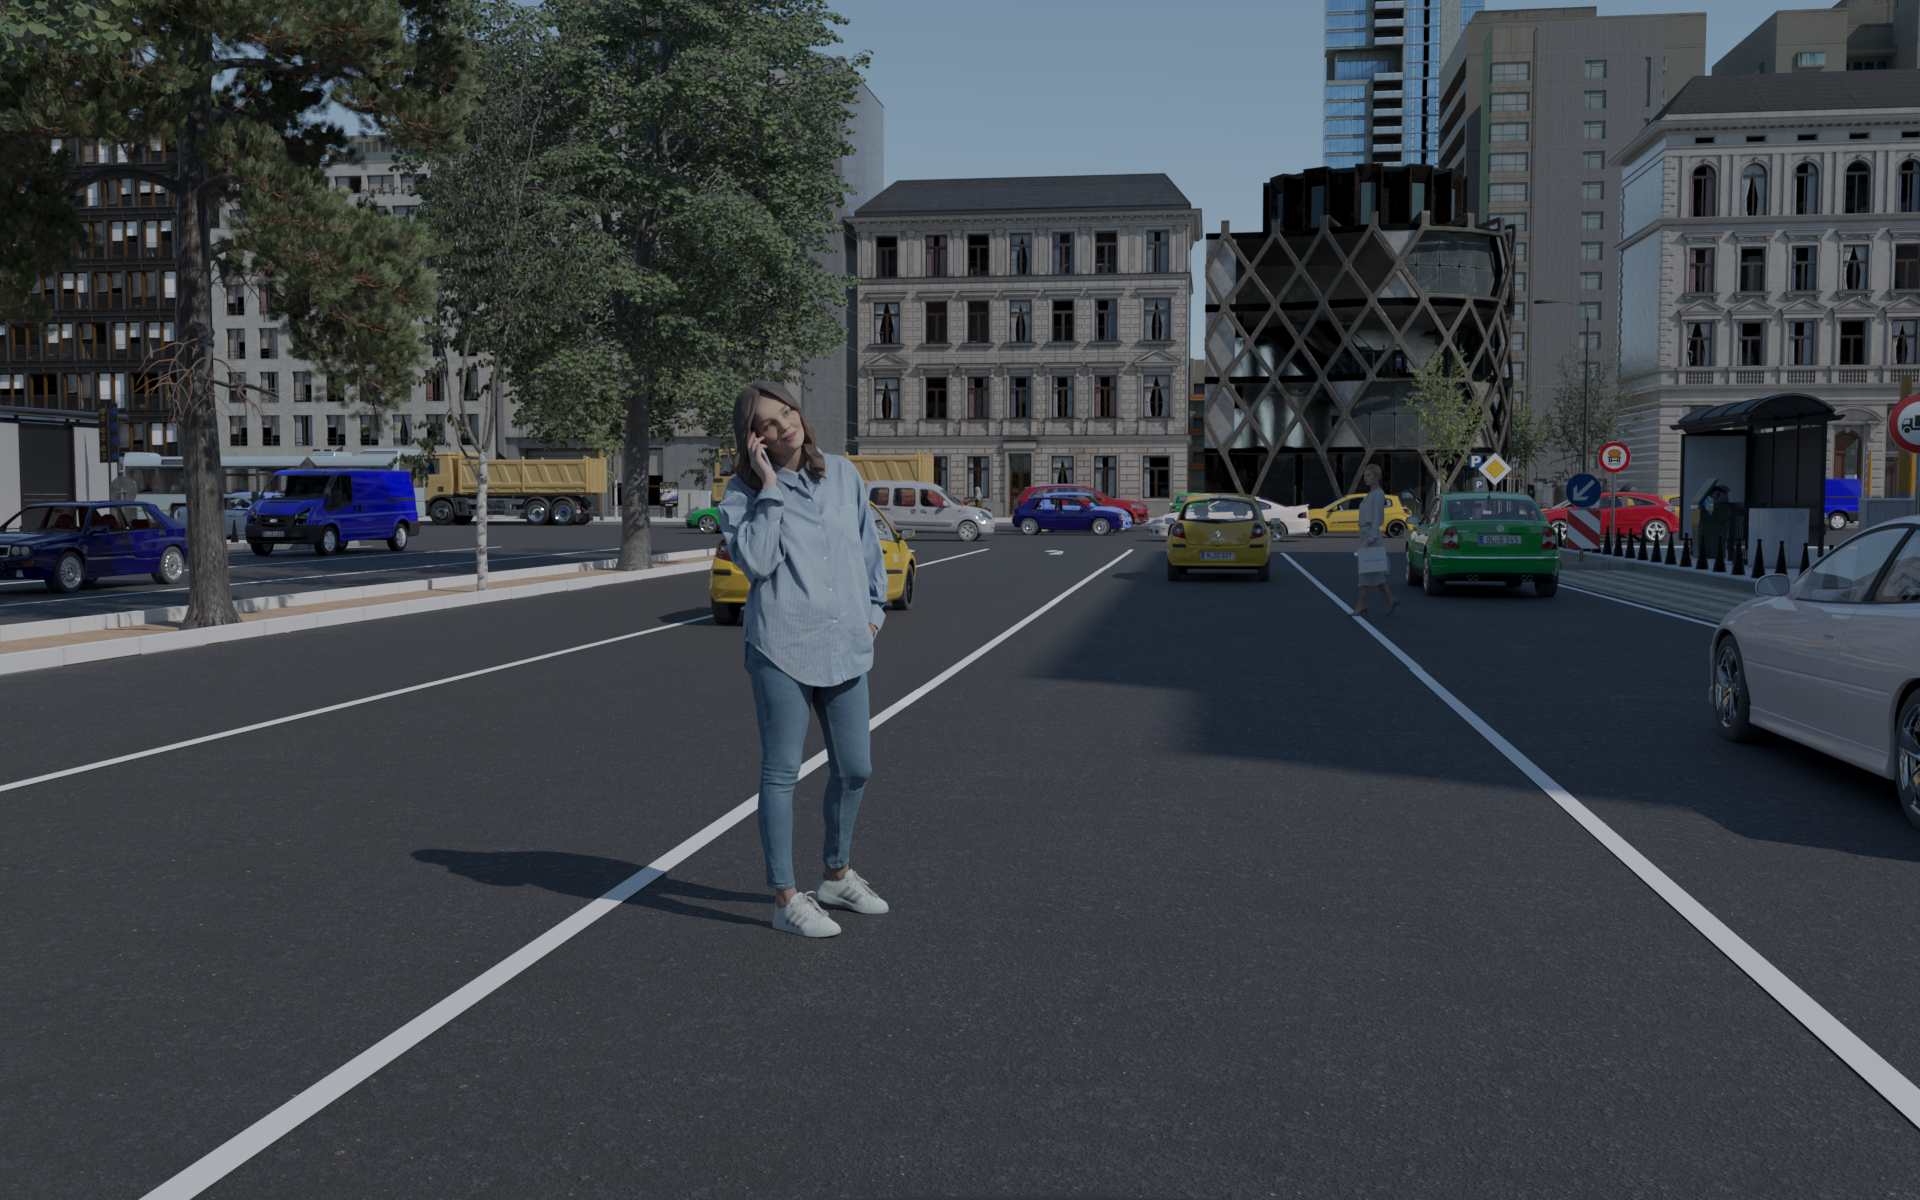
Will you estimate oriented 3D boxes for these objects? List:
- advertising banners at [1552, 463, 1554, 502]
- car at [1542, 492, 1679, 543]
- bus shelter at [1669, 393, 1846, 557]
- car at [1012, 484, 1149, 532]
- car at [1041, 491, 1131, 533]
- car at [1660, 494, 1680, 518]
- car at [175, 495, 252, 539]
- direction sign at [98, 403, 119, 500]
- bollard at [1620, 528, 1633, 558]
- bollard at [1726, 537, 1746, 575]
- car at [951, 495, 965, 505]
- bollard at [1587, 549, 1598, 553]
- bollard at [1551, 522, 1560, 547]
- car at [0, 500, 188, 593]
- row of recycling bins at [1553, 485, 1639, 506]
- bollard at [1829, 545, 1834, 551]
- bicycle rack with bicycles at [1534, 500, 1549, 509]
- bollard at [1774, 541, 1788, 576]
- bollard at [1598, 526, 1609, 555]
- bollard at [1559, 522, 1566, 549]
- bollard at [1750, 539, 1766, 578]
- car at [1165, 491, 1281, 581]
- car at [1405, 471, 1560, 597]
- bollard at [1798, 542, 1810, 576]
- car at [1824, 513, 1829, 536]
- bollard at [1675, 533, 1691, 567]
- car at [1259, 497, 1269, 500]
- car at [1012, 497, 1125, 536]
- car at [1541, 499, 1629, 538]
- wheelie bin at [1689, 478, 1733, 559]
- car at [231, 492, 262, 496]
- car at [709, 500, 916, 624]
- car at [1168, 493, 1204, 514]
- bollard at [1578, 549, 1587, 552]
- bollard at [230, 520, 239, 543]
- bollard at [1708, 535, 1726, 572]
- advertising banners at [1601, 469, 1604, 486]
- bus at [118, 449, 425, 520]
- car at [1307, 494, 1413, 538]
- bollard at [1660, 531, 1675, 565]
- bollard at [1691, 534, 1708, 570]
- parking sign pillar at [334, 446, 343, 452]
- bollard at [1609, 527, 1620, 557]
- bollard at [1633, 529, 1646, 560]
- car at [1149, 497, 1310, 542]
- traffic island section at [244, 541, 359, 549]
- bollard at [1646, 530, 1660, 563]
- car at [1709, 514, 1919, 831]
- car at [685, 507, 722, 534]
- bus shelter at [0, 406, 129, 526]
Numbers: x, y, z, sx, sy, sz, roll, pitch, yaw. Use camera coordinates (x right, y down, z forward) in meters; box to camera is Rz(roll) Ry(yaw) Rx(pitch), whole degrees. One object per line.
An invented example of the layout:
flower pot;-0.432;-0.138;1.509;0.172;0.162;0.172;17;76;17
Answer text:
advertising banners;33.904;-6.259;98.523;0.090;3.025;2.074;2;4;33
car;19.250;-2.638;52.176;4.494;1.783;2.155;1;4;9
bus shelter;17.075;-2.664;37.476;2.014;3.302;5.546;1;4;9
car;4.664;-3.572;67.081;5.304;1.827;2.281;0;4;7
car;4.497;-3.337;64.154;3.694;1.707;1.945;1;4;9
car;27.728;-3.346;64.934;3.980;1.641;2.015;1;4;9
car;-22.142;-2.572;54.061;4.499;1.417;2.014;1;4;9
direction sign;-21.266;-3.139;43.325;0.876;3.537;0.379;2;4;35
bollard;13.386;-1.134;34.582;0.229;0.601;0.229;0;3;0
bollard;12.341;-0.698;27.447;0.229;0.601;0.229;0;3;0
car;-1.931;-3.411;64.818;4.494;1.783;2.155;1;4;9
bollard;13.841;-1.321;37.647;0.229;0.601;0.229;0;3;0
bollard;14.438;-1.571;41.723;0.229;0.601;0.229;0;3;0
car;-13.526;-0.842;26.355;1.945;1.354;3.894;1;4;9
row of recycling bins;27.808;-4.196;75.718;3.534;1.692;1.069;1;4;19
bollard;11.736;-0.446;23.338;0.229;0.601;0.229;0;3;0
bicycle rack with bicycles;41.292;-6.941;126.864;2.925;0.926;2.852;3;5;44
bollard;12.038;-0.571;25.383;0.229;0.601;0.229;0;3;0
bollard;13.694;-1.259;36.630;0.229;0.601;0.229;0;3;0
bollard;14.289;-1.508;40.701;0.229;0.601;0.229;0;3;0
bollard;12.185;-0.634;26.411;0.229;0.601;0.229;0;3;0
car;4.516;-1.205;29.926;2.015;1.641;3.980;1;4;10
car;7.670;-1.032;25.676;1.959;1.807;4.718;1;4;9
bollard;11.889;-0.509;24.362;0.229;0.601;0.229;0;3;0
car;28.918;-3.107;60.583;2.009;1.686;4.222;0;4;7
bollard;12.791;-0.885;30.504;0.229;0.601;0.229;0;3;0
car;12.706;-3.720;73.398;3.894;1.354;1.945;1;4;10
car;3.801;-2.944;60.710;3.894;1.354;1.945;1;4;9
car;20.573;-2.879;57.288;3.980;1.641;2.015;1;4;10
wheelie bin;14.939;-1.625;34.470;0.693;1.594;0.980;0;4;7
car;-25.497;-3.187;61.706;3.694;1.707;1.945;1;4;8
car;-1.631;-0.621;20.372;2.015;1.641;3.980;1;4;9
car;9.223;-3.651;68.493;1.959;1.807;4.718;1;4;10
bollard;13.992;-1.384;38.665;0.229;0.601;0.229;0;3;0
bollard;-19.130;-1.812;45.664;0.229;0.601;0.229;0;3;0
bollard;12.490;-0.760;28.466;0.229;0.601;0.229;0;3;0
advertising banners;41.025;-7.038;111.255;0.090;3.025;2.074;0;4;4
bus;-29.094;-4.719;72.015;13.247;3.499;2.948;0;4;7
car;12.972;-2.885;57.393;3.980;1.641;2.015;1;4;8
bollard;12.939;-0.947;31.521;0.229;0.601;0.229;0;3;0
bollard;12.643;-0.822;29.488;0.229;0.601;0.229;0;3;0
parking sign pillar;-35.109;-6.617;96.652;1.447;3.967;1.447;-3;5;-40
bollard;13.541;-1.197;35.615;0.229;0.601;0.229;0;3;0
bollard;13.236;-1.072;33.561;0.229;0.601;0.229;0;3;0
car;8.171;-2.461;52.592;4.827;1.381;2.083;0;4;7
traffic island section;-17.500;-1.481;46.489;2.009;0.180;2.903;1;4;8
bollard;13.089;-1.009;32.540;0.229;0.601;0.229;0;3;0
car;5.151;0.238;8.478;2.083;1.381;4.827;1;4;8
car;-7.584;-3.297;62.709;4.718;1.807;1.959;0;4;7
bus shelter;-23.530;-3.898;41.367;2.179;5.291;8.768;1;4;8
